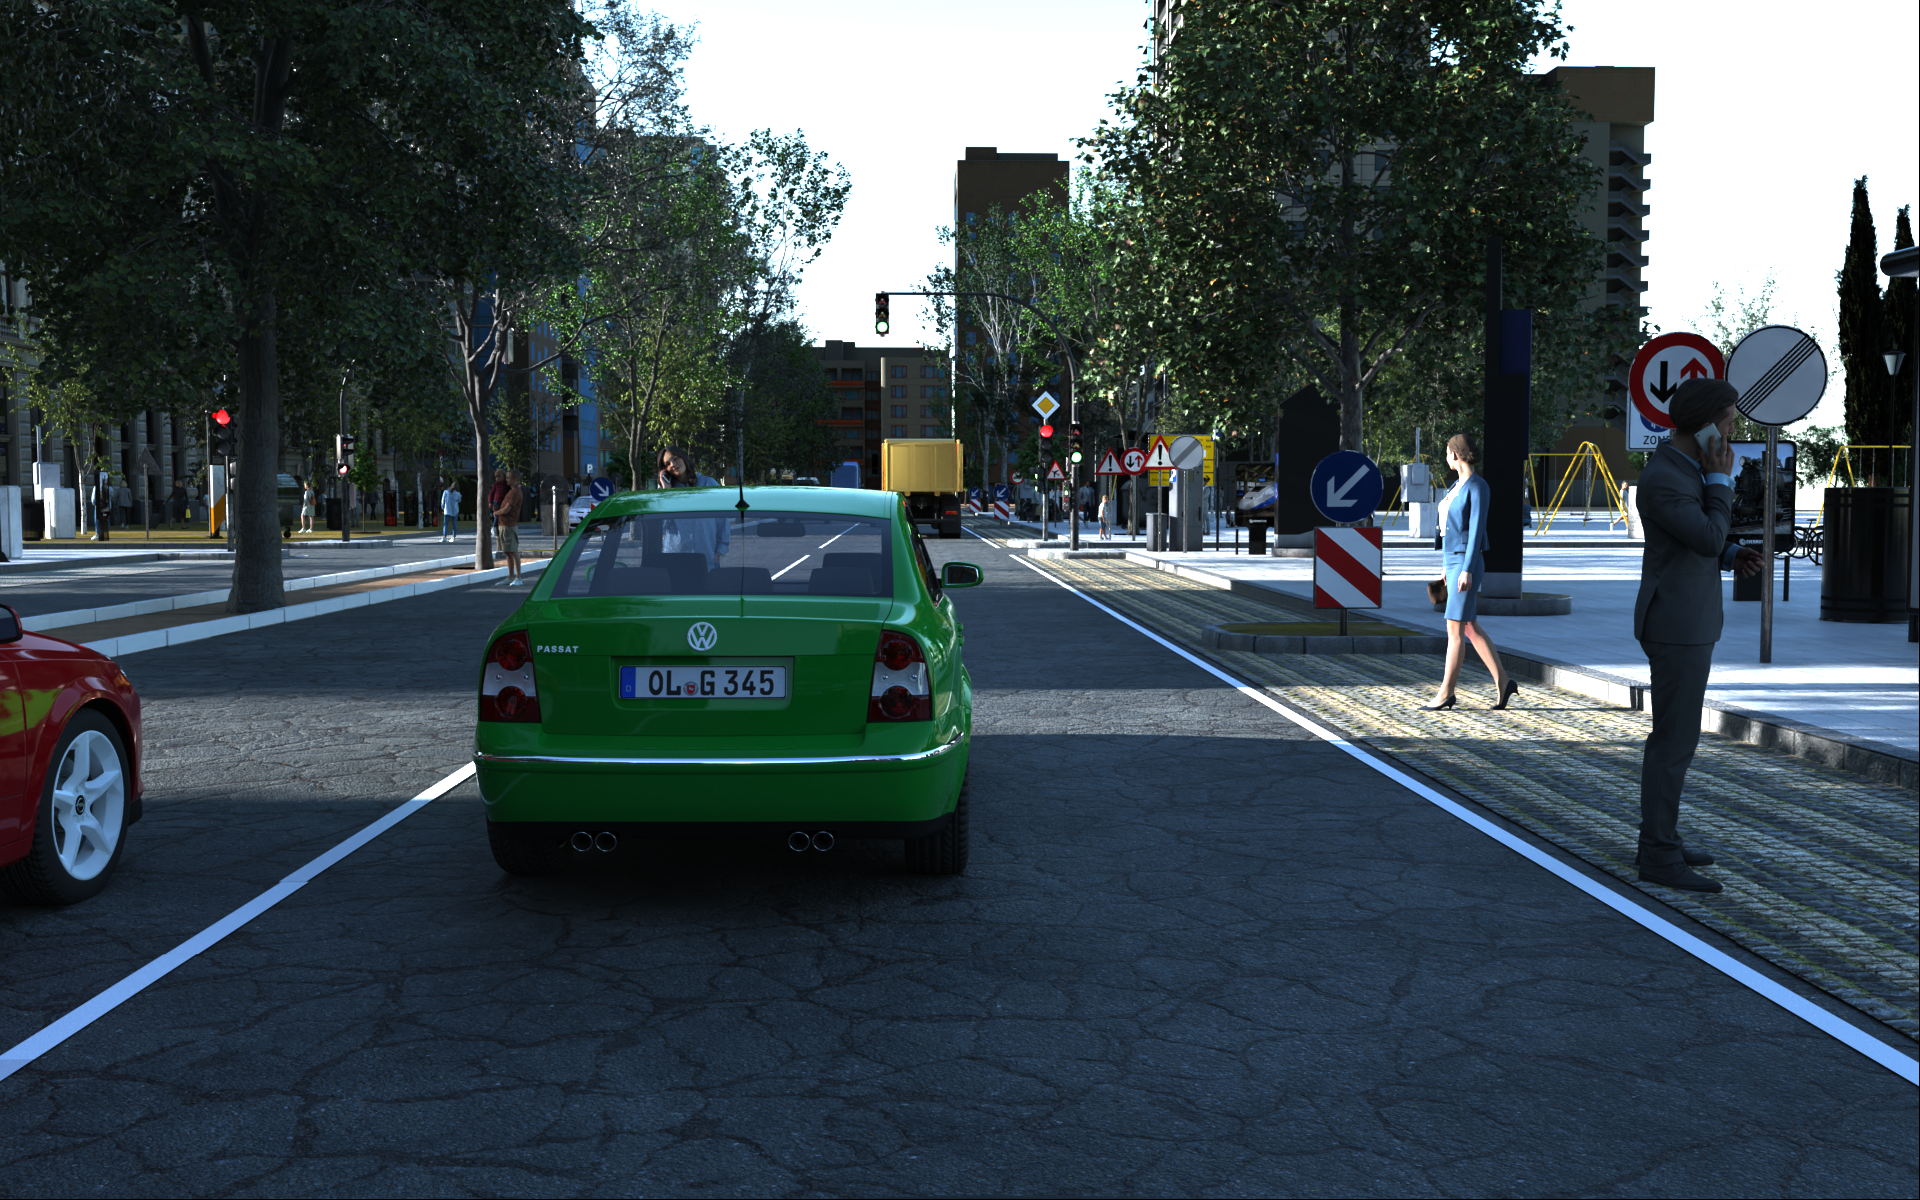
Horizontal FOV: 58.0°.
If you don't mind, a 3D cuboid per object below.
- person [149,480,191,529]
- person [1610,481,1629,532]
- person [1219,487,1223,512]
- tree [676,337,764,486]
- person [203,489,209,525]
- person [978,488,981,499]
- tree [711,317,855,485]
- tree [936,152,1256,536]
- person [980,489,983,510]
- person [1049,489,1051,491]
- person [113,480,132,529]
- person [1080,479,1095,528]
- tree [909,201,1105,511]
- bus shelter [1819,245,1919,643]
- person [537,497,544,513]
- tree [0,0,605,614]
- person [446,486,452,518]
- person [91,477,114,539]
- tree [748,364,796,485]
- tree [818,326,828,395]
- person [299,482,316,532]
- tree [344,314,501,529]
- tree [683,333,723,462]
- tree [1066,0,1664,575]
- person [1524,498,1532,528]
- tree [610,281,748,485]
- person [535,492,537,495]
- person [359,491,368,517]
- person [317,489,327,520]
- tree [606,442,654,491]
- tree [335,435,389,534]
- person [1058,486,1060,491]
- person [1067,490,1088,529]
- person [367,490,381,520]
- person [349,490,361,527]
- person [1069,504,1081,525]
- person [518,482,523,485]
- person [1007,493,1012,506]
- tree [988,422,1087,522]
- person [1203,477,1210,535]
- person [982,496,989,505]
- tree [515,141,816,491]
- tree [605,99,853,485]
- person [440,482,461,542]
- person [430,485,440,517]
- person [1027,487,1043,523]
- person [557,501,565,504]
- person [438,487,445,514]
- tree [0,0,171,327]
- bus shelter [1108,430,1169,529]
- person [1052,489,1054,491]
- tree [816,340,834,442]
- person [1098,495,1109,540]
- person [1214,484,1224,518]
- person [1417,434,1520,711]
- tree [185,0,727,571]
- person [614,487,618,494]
[{"bbox_3d":[-28.968,-3.499,63.471,1.509,1.804,0.699,1,4,11],"label":"person"},{"bbox_3d":[22.364,-3.157,58.415,0.760,1.731,0.466,0,4,2],"label":"person"},{"bbox_3d":[19.185,-7.421,127.337,0.705,1.831,1.348,0,4,-1],"label":"person"},{"bbox_3d":[-10.551,-7.492,75.317,4.360,8.622,3.978,0,3,0],"label":"tree"},{"bbox_3d":[-31.076,-3.865,71.825,0.523,1.515,0.503,1,4,16],"label":"person"},{"bbox_3d":[1.851,-9.277,157.725,1.348,1.823,0.705,2,4,23],"label":"person"},{"bbox_3d":[-11.579,-11.678,110.400,9.611,12.733,9.660,0,3,0],"label":"tree"},{"bbox_3d":[5.306,-7.814,53.515,9.928,11.665,9.643,0,3,0],"label":"tree"},{"bbox_3d":[1.770,-8.252,141.755,1.217,1.735,0.721,3,5,43],"label":"person"},{"bbox_3d":[7.867,-8.809,150.779,1.217,1.736,0.721,0,4,5],"label":"person"},{"bbox_3d":[-30.869,-3.519,63.767,0.709,1.800,0.728,-1,4,-21],"label":"person"},{"bbox_3d":[4.765,-3.649,65.547,0.661,1.843,0.795,-1,4,-16],"label":"person"},{"bbox_3d":[3.503,-15.552,110.171,12.611,20.169,13.585,0,3,0],"label":"tree"},{"bbox_3d":[9.065,-2.190,13.438,2.179,5.291,8.768,0,4,-2],"label":"bus shelter"},{"bbox_3d":[-27.450,-6.589,113.625,0.795,1.843,0.661,0,4,2],"label":"person"},{"bbox_3d":[-8.528,-6.821,20.642,9.857,13.997,8.962,0,3,0],"label":"tree"},{"bbox_3d":[-27.239,-5.199,92.055,0.522,1.701,0.512,3,5,44],"label":"person"},{"bbox_3d":[-24.370,-2.624,49.212,0.793,1.790,0.793,1,4,16],"label":"person"},{"bbox_3d":[-10.817,-8.563,92.823,4.737,8.622,4.395,0,3,0],"label":"tree"},{"bbox_3d":[-10.162,-9.424,66.907,12.009,13.543,11.850,0,3,0],"label":"tree"},{"bbox_3d":[-21.812,-3.117,58.008,0.522,1.701,0.512,1,4,10],"label":"person"},{"bbox_3d":[-19.781,-6.924,63.568,4.737,8.622,4.395,0,3,0],"label":"tree"},{"bbox_3d":[-21.092,-13.168,121.957,9.857,13.997,8.962,0,3,0],"label":"tree"},{"bbox_3d":[6.131,-6.747,27.316,9.611,12.733,9.660,0,3,0],"label":"tree"},{"bbox_3d":[21.115,-3.277,65.128,1.012,1.151,0.738,-1,4,-19],"label":"person"},{"bbox_3d":[-9.651,-6.443,58.165,4.737,8.622,4.395,0,3,0],"label":"tree"},{"bbox_3d":[-31.605,-7.271,128.111,0.799,1.438,0.628,-1,4,-23],"label":"person"},{"bbox_3d":[-34.001,-5.642,98.708,0.534,1.772,0.576,0,4,7],"label":"person"},{"bbox_3d":[-31.219,-4.666,84.920,0.503,1.515,0.523,0,4,5],"label":"person"},{"bbox_3d":[-20.633,-7.606,108.078,4.285,4.588,4.351,0,3,0],"label":"tree"},{"bbox_3d":[-19.356,-3.786,56.507,1.663,3.219,1.824,0,3,0],"label":"tree"},{"bbox_3d":[6.585,-6.725,116.223,0.478,1.798,0.641,2,4,34],"label":"person"},{"bbox_3d":[4.350,-3.505,64.104,0.760,1.731,0.466,0,4,1],"label":"person"},{"bbox_3d":[-29.123,-4.874,86.128,0.661,1.777,0.834,1,4,11],"label":"person"},{"bbox_3d":[-23.439,-3.708,66.875,0.606,1.804,0.583,-1,4,-19],"label":"person"},{"bbox_3d":[4.833,-4.096,73.039,0.581,1.822,0.654,-1,4,-23],"label":"person"},{"bbox_3d":[-21.358,-4.803,84.349,0.755,1.850,0.659,-2,4,-34],"label":"person"},{"bbox_3d":[5.073,-10.634,180.624,1.217,1.743,0.721,-2,4,-28],"label":"person"},{"bbox_3d":[4.047,-5.817,78.829,4.285,4.588,4.351,0,3,0],"label":"tree"},{"bbox_3d":[7.567,-2.930,54.135,0.466,1.800,0.511,-3,5,-40],"label":"person"},{"bbox_3d":[2.777,-11.791,201.299,1.348,1.823,0.705,0,3,0],"label":"person"},{"bbox_3d":[-9.386,-7.467,50.292,9.928,11.665,9.643,0,3,0],"label":"tree"},{"bbox_3d":[-11.834,-13.771,83.497,12.611,20.169,13.585,0,3,0],"label":"tree"},{"bbox_3d":[-15.257,-2.636,51.871,0.793,1.790,0.793,2,4,35],"label":"person"},{"bbox_3d":[-29.210,-5.526,96.641,0.600,1.795,0.529,1,4,20],"label":"person"},{"bbox_3d":[3.307,-4.267,76.301,0.515,1.767,0.782,-1,4,-22],"label":"person"},{"bbox_3d":[-21.377,-5.289,92.708,0.537,1.800,0.526,-1,4,-17],"label":"person"},{"bbox_3d":[-33.041,-6.372,110.442,0.699,1.804,1.509,-1,4,-20],"label":"person"},{"bbox_3d":[-8.444,-3.707,13.426,4.360,8.622,3.978,0,3,0],"label":"tree"},{"bbox_3d":[6.912,-4.617,66.766,1.731,3.624,6.357,0,4,-2],"label":"bus shelter"},{"bbox_3d":[10.023,-11.122,187.894,0.705,1.822,1.348,1,4,23],"label":"person"},{"bbox_3d":[-11.111,-10.527,100.333,9.928,11.665,9.643,0,3,0],"label":"tree"},{"bbox_3d":[4.047,-2.324,48.718,0.332,1.250,0.352,-3,5,-40],"label":"person"},{"bbox_3d":[13.874,-5.286,92.642,0.511,1.800,0.466,-1,4,-19],"label":"person"},{"bbox_3d":[3.349,-0.173,11.357,0.654,1.822,0.581,1,4,15],"label":"person"},{"bbox_3d":[-8.963,-7.303,32.235,12.009,13.543,11.850,0,3,0],"label":"tree"},{"bbox_3d":[-22.611,-6.564,113.557,0.606,1.804,0.583,1,4,17],"label":"person"}]
